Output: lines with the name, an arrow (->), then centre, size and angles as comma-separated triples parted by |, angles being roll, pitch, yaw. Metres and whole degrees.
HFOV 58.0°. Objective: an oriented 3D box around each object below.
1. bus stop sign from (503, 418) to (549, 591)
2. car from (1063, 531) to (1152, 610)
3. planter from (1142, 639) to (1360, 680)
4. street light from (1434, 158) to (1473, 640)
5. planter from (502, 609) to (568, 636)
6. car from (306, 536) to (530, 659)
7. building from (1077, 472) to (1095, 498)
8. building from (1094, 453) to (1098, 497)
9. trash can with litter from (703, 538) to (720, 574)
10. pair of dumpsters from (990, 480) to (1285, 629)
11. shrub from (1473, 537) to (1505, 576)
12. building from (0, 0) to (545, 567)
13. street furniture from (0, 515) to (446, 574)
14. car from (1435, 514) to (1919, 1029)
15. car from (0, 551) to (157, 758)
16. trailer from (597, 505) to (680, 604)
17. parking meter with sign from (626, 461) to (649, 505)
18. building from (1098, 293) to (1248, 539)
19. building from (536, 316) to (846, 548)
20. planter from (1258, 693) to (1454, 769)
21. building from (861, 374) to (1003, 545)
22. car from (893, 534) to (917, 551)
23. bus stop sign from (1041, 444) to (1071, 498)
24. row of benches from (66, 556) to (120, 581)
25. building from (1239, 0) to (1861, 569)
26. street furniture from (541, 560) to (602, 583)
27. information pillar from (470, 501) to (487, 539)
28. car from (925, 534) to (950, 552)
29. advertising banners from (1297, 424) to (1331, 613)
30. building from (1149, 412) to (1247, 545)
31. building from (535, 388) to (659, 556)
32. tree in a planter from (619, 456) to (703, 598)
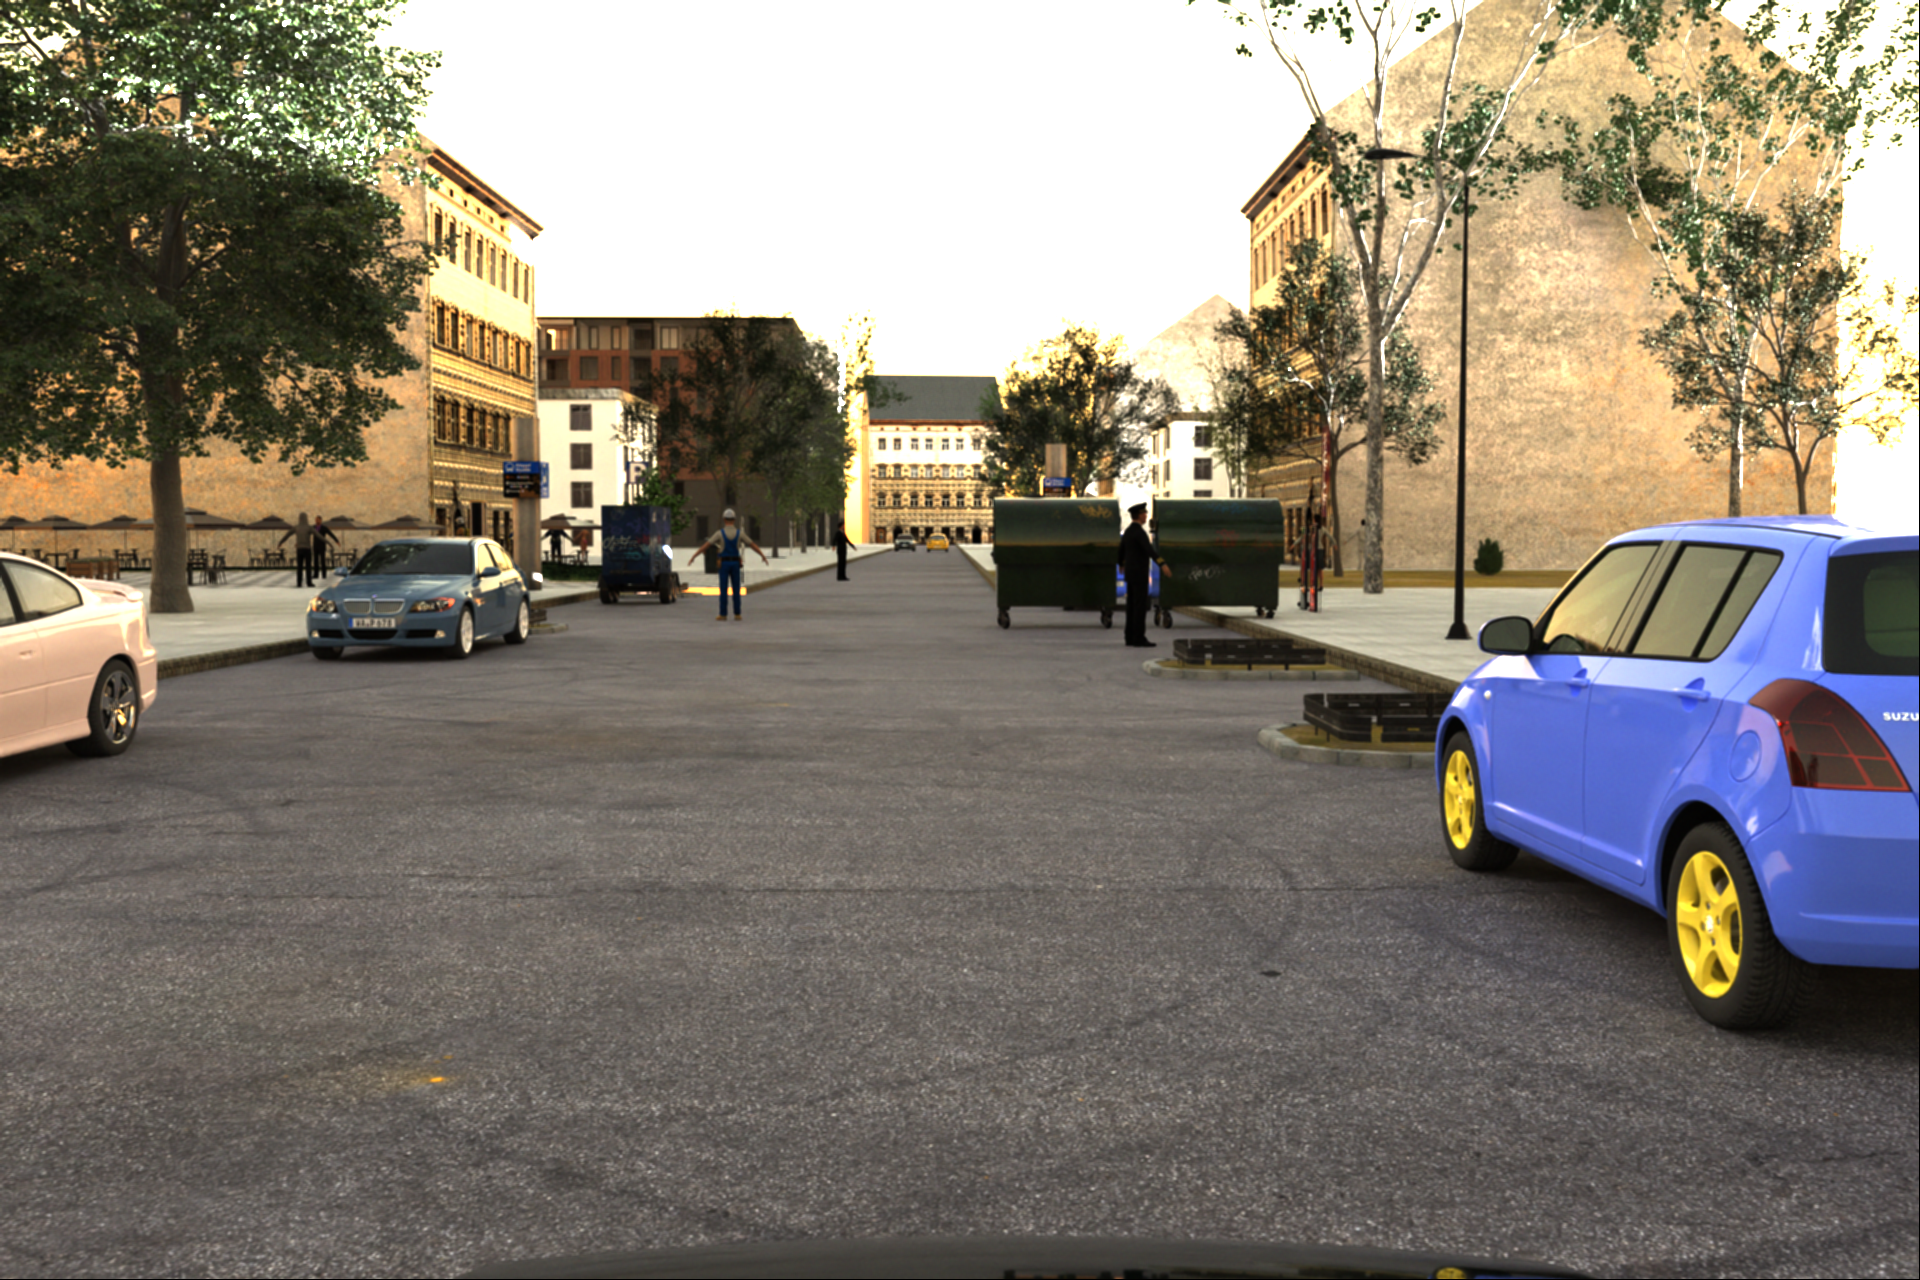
bus stop sign -> -9.873, -3.085, 39.458 | 0.837, 3.901, 0.837 | 0, 3, 0
car -> 2.750, -1.479, 33.768 | 1.945, 1.707, 3.694 | 0, 4, 0
planter -> 2.920, 0.196, 17.941 | 1.991, 0.319, 1.994 | 0, 4, 0
street light -> 6.648, -2.965, 21.023 | 1.470, 5.913, 1.316 | 0, 4, 0
planter -> -6.846, -0.259, 25.372 | 1.991, 0.319, 1.994 | 0, 4, 0
car -> -6.542, -0.573, 21.370 | 2.014, 1.417, 4.499 | 0, 4, -1
building -> 19.919, -16.533, 212.456 | 9.099, 9.664, 28.070 | 0, 4, -1
building -> 20.006, -20.516, 191.853 | 16.016, 20.090, 11.380 | 0, 4, -1
trash can with litter -> -7.796, -2.735, 56.104 | 1.055, 1.170, 0.624 | 0, 4, 0
pair of dumpsters -> 2.687, -1.327, 26.652 | 4.436, 2.255, 1.574 | 0, 4, 0
shrub -> 16.370, -2.599, 53.614 | 1.383, 1.207, 1.383 | 0, 3, 0
building -> -30.092, -15.014, 76.402 | 19.493, 23.208, 18.063 | 0, 4, -1
street furniture -> -32.742, -3.298, 58.955 | 27.439, 1.986, 14.083 | 0, 4, 6
car -> 2.980, 0.200, 6.321 | 1.945, 1.707, 3.694 | 0, 4, -1
car -> -6.343, 0.153, 9.861 | 2.083, 1.381, 4.827 | 0, 4, -1
trailer -> -6.645, -1.719, 35.148 | 1.471, 1.999, 3.904 | 0, 4, 0
parking meter with sign -> -7.727, -2.821, 42.384 | 0.543, 3.016, 1.738 | 0, 4, -1
building -> 23.363, -20.568, 167.217 | 19.493, 23.208, 18.063 | 0, 3, 0
building -> -26.547, -20.507, 179.262 | 27.936, 21.610, 32.646 | 0, 4, -1
planter -> 3.047, 0.586, 11.551 | 1.991, 0.319, 1.994 | 0, 4, 0
building -> -4.044, -24.722, 237.595 | 18.063, 23.208, 19.493 | 0, 4, -7
car -> -4.592, -8.276, 145.094 | 2.009, 1.686, 4.222 | 0, 4, 0
bus stop sign -> 2.804, -3.774, 50.723 | 0.837, 3.901, 0.837 | 0, 4, -2
row of benches -> -23.654, -1.950, 47.350 | 1.422, 0.672, 4.104 | -1, 4, -16
building -> 22.746, -14.732, 71.792 | 19.493, 23.208, 18.063 | 0, 3, 0
street furniture -> -12.613, -2.073, 49.523 | 5.734, 0.657, 10.072 | -2, 4, -29
information pillar -> -10.657, -2.073, 38.384 | 0.304, 2.012, 0.304 | 0, 3, 0
car -> -1.790, -7.894, 139.283 | 2.015, 1.641, 3.980 | 0, 4, 0
advertising banners -> 5.845, -1.982, 28.588 | 0.090, 3.025, 2.074 | 0, 4, -1
building -> 19.078, -10.832, 119.257 | 9.099, 9.664, 28.070 | 0, 4, 0
building -> -24.340, -10.506, 113.921 | 9.099, 9.664, 28.070 | 0, 4, -1
tree in a planter -> -6.943, -2.581, 39.429 | 1.991, 3.239, 1.994 | 0, 4, 0
